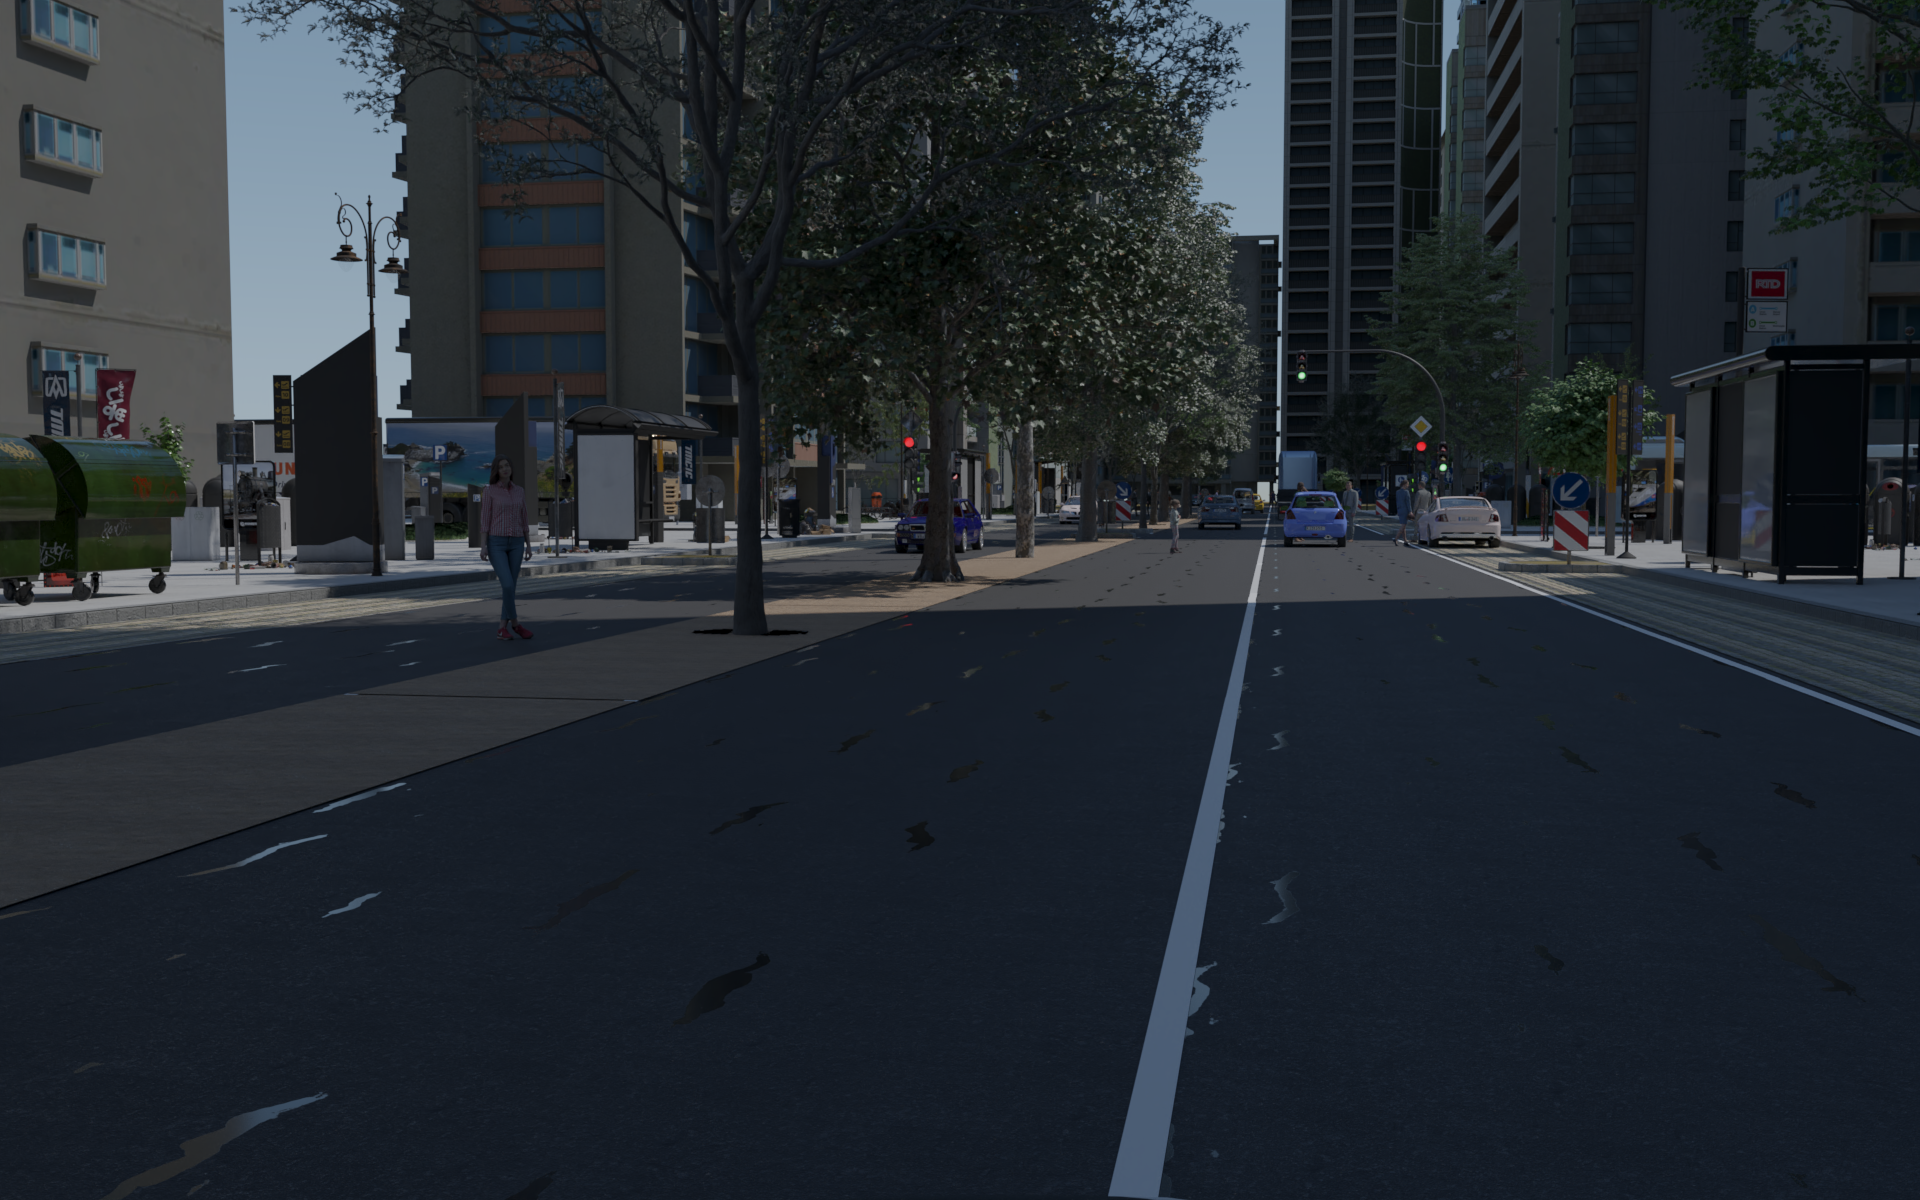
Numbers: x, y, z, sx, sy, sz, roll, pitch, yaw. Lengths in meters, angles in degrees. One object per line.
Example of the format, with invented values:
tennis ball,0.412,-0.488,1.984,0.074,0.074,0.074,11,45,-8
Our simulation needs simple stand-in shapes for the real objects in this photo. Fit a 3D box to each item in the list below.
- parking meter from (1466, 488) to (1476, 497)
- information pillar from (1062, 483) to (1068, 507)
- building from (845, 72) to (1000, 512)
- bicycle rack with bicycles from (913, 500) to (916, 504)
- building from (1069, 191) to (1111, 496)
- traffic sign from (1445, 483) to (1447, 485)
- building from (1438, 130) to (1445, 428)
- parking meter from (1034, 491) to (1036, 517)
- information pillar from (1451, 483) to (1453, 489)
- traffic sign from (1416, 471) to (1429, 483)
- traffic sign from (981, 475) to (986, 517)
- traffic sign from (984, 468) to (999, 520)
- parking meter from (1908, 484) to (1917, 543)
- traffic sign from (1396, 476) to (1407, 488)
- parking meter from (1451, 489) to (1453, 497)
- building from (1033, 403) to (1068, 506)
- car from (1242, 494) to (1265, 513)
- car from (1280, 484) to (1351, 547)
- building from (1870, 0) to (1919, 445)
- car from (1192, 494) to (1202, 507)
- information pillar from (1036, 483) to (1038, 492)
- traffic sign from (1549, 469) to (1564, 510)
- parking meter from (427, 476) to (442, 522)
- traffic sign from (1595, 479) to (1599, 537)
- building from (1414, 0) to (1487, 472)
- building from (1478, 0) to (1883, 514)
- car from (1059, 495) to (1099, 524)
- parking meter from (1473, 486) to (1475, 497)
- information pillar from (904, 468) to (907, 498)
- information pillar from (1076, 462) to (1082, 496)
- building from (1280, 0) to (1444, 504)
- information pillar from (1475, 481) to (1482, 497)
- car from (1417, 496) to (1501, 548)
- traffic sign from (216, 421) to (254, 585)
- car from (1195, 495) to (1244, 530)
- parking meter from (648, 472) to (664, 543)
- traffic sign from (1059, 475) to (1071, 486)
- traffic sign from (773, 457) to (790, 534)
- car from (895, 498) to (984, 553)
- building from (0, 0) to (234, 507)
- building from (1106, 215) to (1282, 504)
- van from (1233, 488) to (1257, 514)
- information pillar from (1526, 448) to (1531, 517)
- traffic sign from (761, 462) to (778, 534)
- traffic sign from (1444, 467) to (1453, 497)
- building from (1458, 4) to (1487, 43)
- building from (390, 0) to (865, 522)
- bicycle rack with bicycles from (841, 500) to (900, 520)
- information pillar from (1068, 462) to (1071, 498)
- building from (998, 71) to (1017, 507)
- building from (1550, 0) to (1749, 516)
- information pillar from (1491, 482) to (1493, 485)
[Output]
parking meter,23.304,-4.326,79.135,0.372,1.533,0.369,0,3,0
information pillar,7.044,-6.835,116.243,0.304,2.012,0.304,-1,4,-21
building,-5.092,-27.025,125.449,14.154,41.232,14.086,1,4,10
bicycle rack with bicycles,-2.813,-5.288,99.849,2.852,0.926,2.925,-2,4,-26
building,9.585,-37.833,242.276,21.600,48.544,21.300,1,4,10
traffic sign,27.428,-6.013,98.421,0.768,2.556,0.104,1,4,11
building,78.896,-39.418,233.718,27.495,52.752,28.713,1,4,10
parking meter,4.186,-5.549,99.143,0.372,1.533,0.369,0,3,0
information pillar,26.421,-5.385,92.537,0.304,2.012,0.304,-3,4,-36
traffic sign,25.495,-5.847,95.709,0.768,2.556,0.104,1,4,14
traffic sign,1.417,-5.697,95.269,0.606,2.300,0.079,1,4,11
traffic sign,1.540,-5.229,85.597,0.768,2.556,0.104,1,4,15
parking meter,24.996,-2.279,45.669,0.372,1.533,0.369,0,3,0
traffic sign,23.884,-5.606,93.782,0.606,2.300,0.079,1,4,14
parking meter,24.588,-4.748,86.033,0.372,1.533,0.369,0,3,0
building,-1.079,-37.073,195.375,27.495,52.752,28.713,1,4,10
car,21.978,-7.347,130.348,2.015,1.641,3.980,1,4,9
car,9.874,-2.357,48.131,1.945,1.707,3.694,1,4,12
building,46.222,-27.557,74.262,21.600,48.544,21.300,1,4,10
car,24.359,-10.318,178.483,2.009,1.686,4.222,1,4,9
information pillar,4.908,-6.694,113.945,0.304,2.012,0.304,-3,4,-39
traffic sign,16.836,-2.959,48.375,0.884,2.594,0.081,1,4,11
parking meter,-16.738,-3.026,55.187,0.399,1.863,0.255,-2,4,-26
traffic sign,19.194,-3.182,52.133,0.768,2.556,0.104,1,4,18
building,61.098,-53.177,182.118,22.319,86.520,31.000,1,4,10
building,48.845,-30.414,120.977,21.300,48.544,21.600,1,4,10
car,5.884,-4.338,83.283,2.083,1.381,4.827,1,4,10
parking meter,33.439,-6.520,112.320,0.255,1.863,0.399,-2,4,-32
information pillar,-3.261,-6.845,103.272,0.183,3.616,0.504,0,4,7
information pillar,8.589,-8.144,124.510,0.504,3.616,0.183,3,4,37
building,53.951,-48.639,233.507,20.611,71.187,20.563,1,4,10
information pillar,29.710,-5.791,99.168,0.304,2.012,0.304,-2,4,-28
car,13.630,-2.144,47.410,2.083,1.381,4.827,1,4,9
traffic sign,-10.202,-1.362,24.399,0.606,2.300,0.079,1,4,15
car,10.664,-3.615,71.111,2.014,1.417,4.499,1,4,9
parking meter,-8.058,-2.454,45.828,0.399,1.863,0.255,3,4,36
traffic sign,7.227,-7.318,119.647,0.884,2.594,0.081,1,4,17
traffic sign,-5.775,-3.358,55.015,0.768,2.556,0.104,1,4,15
car,-0.499,-1.880,43.326,1.945,1.354,3.894,1,4,10
building,-34.565,-25.672,43.441,21.600,48.544,21.300,1,4,10
building,33.149,-33.814,244.733,23.993,40.220,32.217,1,4,10
van,20.550,-7.255,125.636,2.013,2.044,4.112,1,4,10
information pillar,25.082,-5.203,76.431,0.183,3.616,0.504,0,4,1
traffic sign,-5.912,-3.219,52.736,0.768,2.556,0.104,1,4,17
traffic sign,23.435,-5.061,82.860,0.768,2.556,0.104,1,4,13
building,49.316,-28.396,147.865,14.154,41.232,14.086,1,4,10
building,-17.637,-26.830,93.296,22.147,44.769,28.867,1,4,10
bicycle rack with bicycles,-4.522,-4.494,86.866,2.925,0.926,2.852,0,4,1
information pillar,7.890,-8.176,125.027,0.183,3.616,0.504,1,4,18
building,-5.466,-51.598,156.291,22.319,86.520,31.000,1,4,10
building,39.386,-19.721,94.140,14.160,30.474,14.107,1,4,10
information pillar,31.331,-5.999,102.568,0.304,2.012,0.304,3,4,37
